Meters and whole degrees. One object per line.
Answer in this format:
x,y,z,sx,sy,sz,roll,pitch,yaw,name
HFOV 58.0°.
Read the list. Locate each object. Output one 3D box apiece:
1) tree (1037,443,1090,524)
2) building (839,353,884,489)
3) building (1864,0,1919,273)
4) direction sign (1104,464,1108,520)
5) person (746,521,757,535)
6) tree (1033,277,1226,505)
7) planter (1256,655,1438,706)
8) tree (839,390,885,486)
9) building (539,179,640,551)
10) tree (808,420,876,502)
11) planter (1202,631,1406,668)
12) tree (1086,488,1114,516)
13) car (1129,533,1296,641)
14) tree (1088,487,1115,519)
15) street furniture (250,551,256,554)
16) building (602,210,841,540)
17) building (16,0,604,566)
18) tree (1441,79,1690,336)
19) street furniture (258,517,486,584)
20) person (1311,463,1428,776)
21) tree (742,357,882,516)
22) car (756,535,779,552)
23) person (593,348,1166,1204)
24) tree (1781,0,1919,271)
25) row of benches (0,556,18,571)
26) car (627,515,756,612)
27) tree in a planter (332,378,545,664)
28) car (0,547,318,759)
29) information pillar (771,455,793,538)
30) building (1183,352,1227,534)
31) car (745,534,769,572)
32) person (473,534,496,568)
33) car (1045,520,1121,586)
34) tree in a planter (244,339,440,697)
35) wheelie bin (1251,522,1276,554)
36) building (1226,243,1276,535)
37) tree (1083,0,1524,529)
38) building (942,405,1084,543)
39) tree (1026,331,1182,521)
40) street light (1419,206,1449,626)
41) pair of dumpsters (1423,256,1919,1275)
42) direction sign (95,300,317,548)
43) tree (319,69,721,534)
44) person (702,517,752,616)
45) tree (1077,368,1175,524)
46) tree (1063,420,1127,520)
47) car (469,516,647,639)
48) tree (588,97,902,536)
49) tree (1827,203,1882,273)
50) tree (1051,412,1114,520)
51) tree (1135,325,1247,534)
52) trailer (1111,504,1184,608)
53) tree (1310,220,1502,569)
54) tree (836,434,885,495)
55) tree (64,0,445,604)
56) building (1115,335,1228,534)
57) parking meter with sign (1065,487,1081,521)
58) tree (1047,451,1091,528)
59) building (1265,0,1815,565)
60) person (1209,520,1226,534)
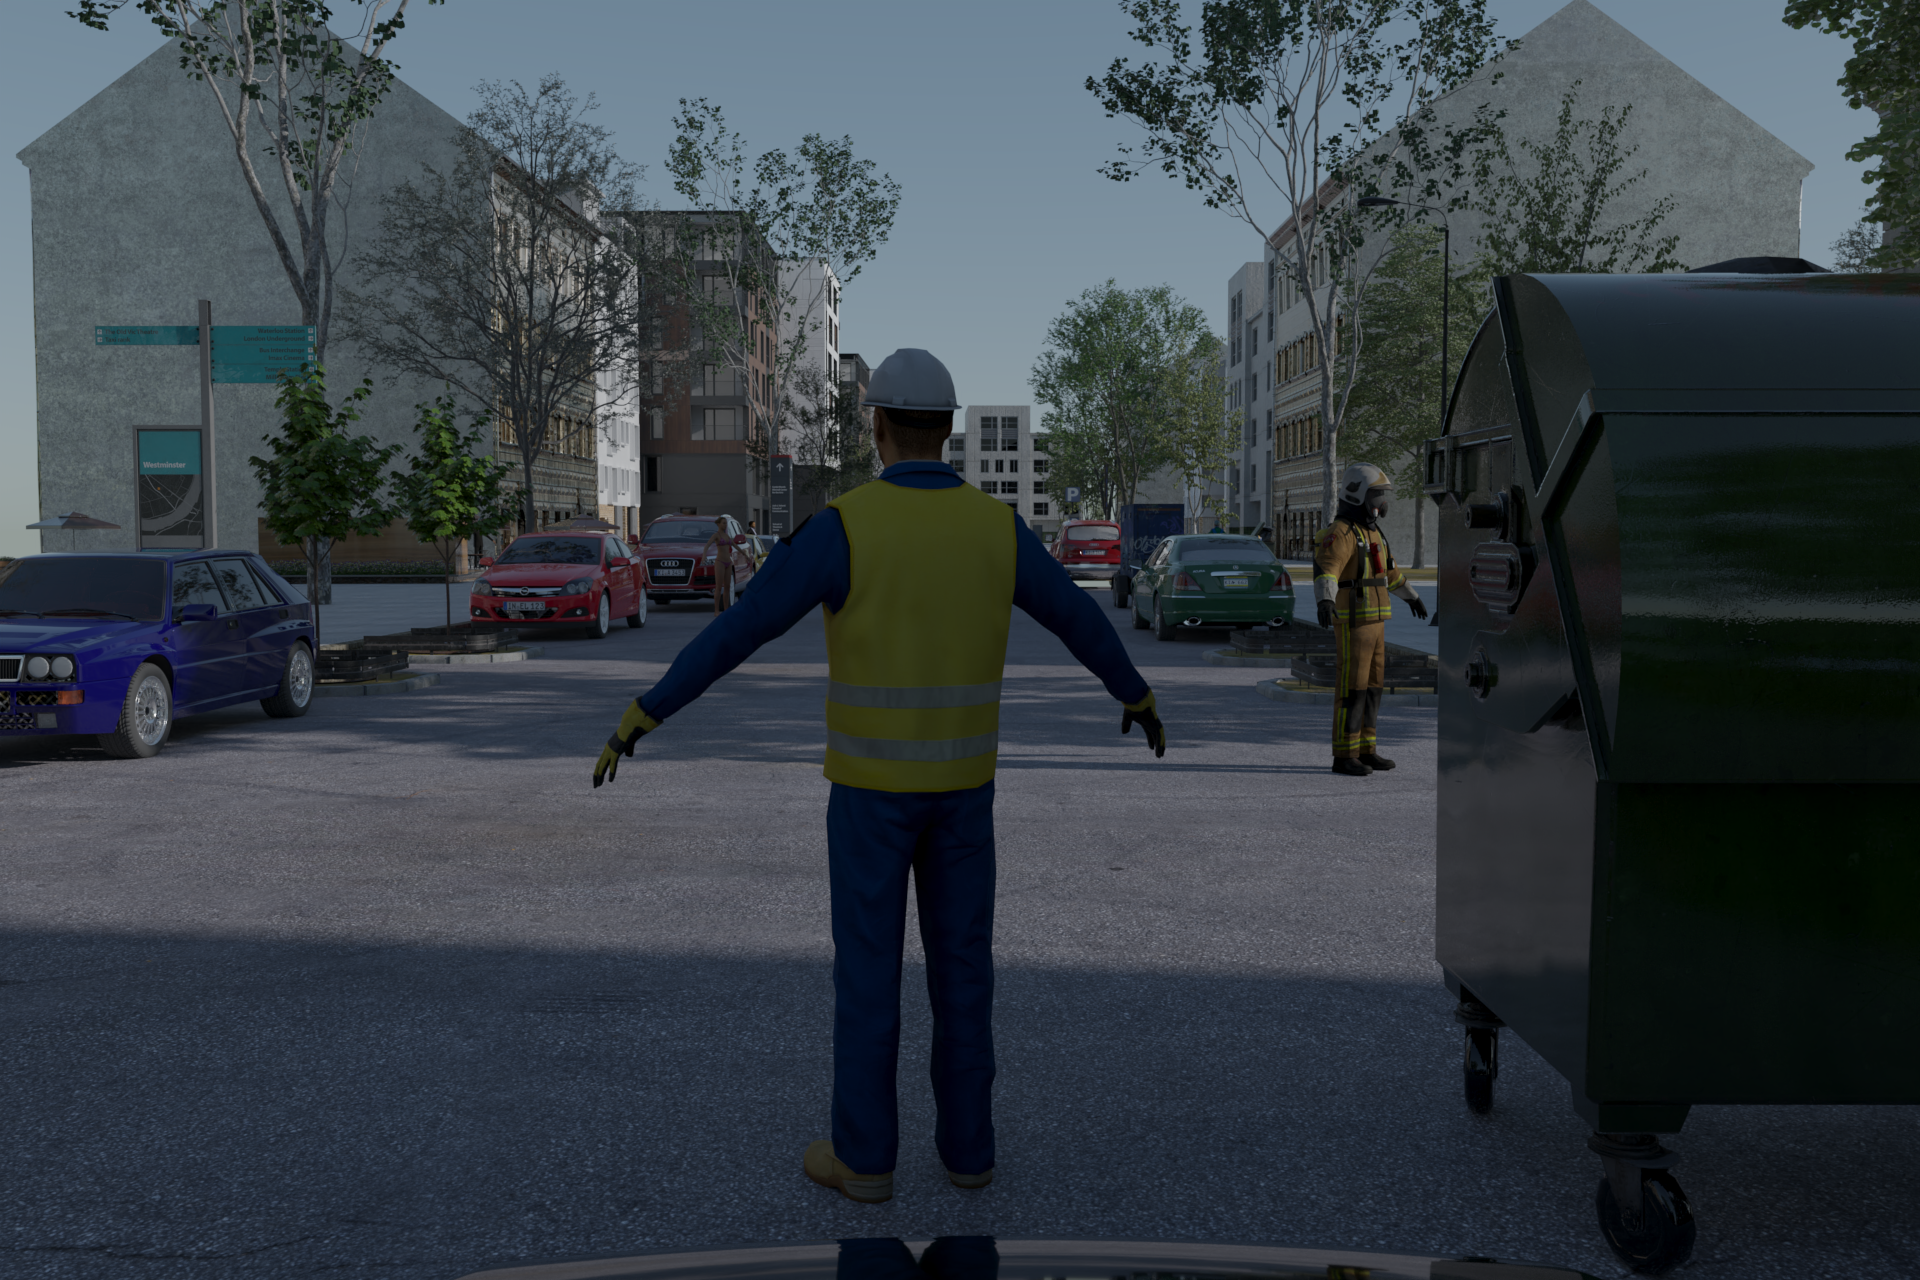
7.402,-10.662,124.693,4.737,8.622,4.395,0,3,0,tree
-21.694,-22.523,212.230,27.936,21.610,32.646,0,4,1,building
26.491,-14.052,27.021,12.463,27.353,25.104,0,4,0,building
4.733,-3.925,56.165,0.379,3.537,0.876,0,4,-1,direction sign
-7.105,-3.252,59.898,0.721,1.740,1.216,1,4,21,person
6.771,-8.769,69.123,9.928,11.665,9.643,0,3,0,tree
3.690,0.352,15.382,1.991,0.319,1.994,0,4,0,planter
-7.466,-14.527,147.892,12.009,13.543,11.850,0,3,0,tree
-24.881,-14.516,93.759,16.016,20.090,11.380,0,4,1,building
-7.688,-9.348,103.209,4.360,8.622,3.978,0,3,0,tree
3.776,0.099,19.529,1.991,0.319,1.994,0,3,0,planter
20.128,-17.920,243.352,4.360,8.622,3.978,0,3,0,tree
3.531,-0.787,24.661,2.131,1.459,4.920,0,4,-1,car
19.803,-17.569,237.619,4.360,8.622,3.978,0,3,0,tree
-29.835,-2.777,61.035,10.072,0.657,5.734,0,4,-7,street furniture
-23.897,-17.250,126.012,27.936,21.610,32.646,0,4,1,building
-27.675,-15.115,78.056,19.493,23.208,18.063,0,4,1,building
10.008,-4.822,29.205,4.737,8.622,4.395,0,3,0,tree
-17.595,-2.460,47.069,9.812,1.723,11.010,0,4,-6,street furniture
2.426,-0.133,10.398,0.705,1.858,1.354,3,4,38,person
-7.918,-9.643,92.078,8.767,10.594,7.601,1,4,18,tree
-5.565,-2.115,46.584,2.014,1.417,4.499,0,4,1,car
-0.115,0.282,3.817,1.349,1.833,0.705,-1,4,-21,person
9.533,-5.746,12.068,7.486,12.596,7.792,0,3,0,tree
-26.844,-2.003,48.219,1.422,0.672,4.104,2,4,26,row of benches
-5.210,-1.533,33.733,2.281,1.827,5.304,0,4,0,car
-5.941,-1.394,20.018,1.991,3.239,1.994,0,4,2,tree in a planter
-6.019,0.018,12.280,1.945,1.354,3.894,0,4,0,car
-5.846,-4.126,56.842,0.750,3.857,0.750,0,4,2,information pillar
28.249,-19.664,177.919,16.016,20.090,11.380,0,4,1,building
-5.463,-1.889,41.111,2.015,1.641,3.980,0,4,1,car
-18.237,-3.635,65.651,0.704,1.802,1.346,3,5,40,person
3.451,-2.329,46.748,2.281,1.827,5.304,0,4,1,car
-5.999,-1.154,16.084,1.991,3.239,1.994,0,4,1,tree in a planter
7.668,-2.209,44.026,0.693,1.594,0.980,0,4,0,wheelie bin
26.809,-14.615,105.409,16.747,18.905,31.486,0,4,1,building
8.414,-11.568,45.024,12.611,20.169,13.585,0,3,0,tree
0.921,-22.957,244.261,31.486,18.905,16.747,0,4,-1,building
7.394,-9.883,87.341,9.928,11.665,9.643,0,3,0,tree
7.245,-3.146,23.979,1.470,5.913,1.316,0,4,1,street light
3.331,0.068,3.833,4.436,2.255,1.574,0,4,0,pair of dumpsters
-8.602,-1.936,20.416,2.525,3.948,1.411,0,4,1,direction sign
-11.546,-8.310,46.245,12.009,13.543,11.850,0,3,0,tree
-4.071,-1.276,30.123,0.721,1.733,1.217,2,4,35,person
7.016,-7.680,75.925,4.737,8.622,4.395,0,3,0,tree
8.122,-9.654,108.199,4.737,8.622,4.395,0,3,0,tree
-5.739,-0.979,25.046,2.155,1.783,4.494,0,4,1,car
-9.594,-13.512,76.811,12.611,20.169,13.585,0,3,0,tree
29.073,-8.544,50.061,12.009,13.543,11.850,0,3,0,tree
7.752,-9.281,102.105,4.360,8.622,3.978,0,3,0,tree
8.202,-6.738,60.530,4.737,8.622,4.395,0,3,0,tree
3.739,-1.679,34.502,1.471,1.999,3.904,0,3,0,trailer
16.839,-8.900,63.644,7.486,12.596,7.792,0,3,0,tree
-7.151,-10.587,123.454,4.737,8.622,4.395,0,3,0,tree
-13.049,-10.674,30.403,12.611,20.169,13.585,0,3,0,tree
27.970,-22.616,200.705,19.493,23.208,18.063,0,4,1,building
4.161,-4.111,63.482,0.543,3.016,1.738,0,4,1,parking meter with sign
8.540,-11.314,135.341,4.737,8.622,4.395,0,3,0,tree
25.381,-15.257,80.376,19.493,23.208,18.063,0,4,0,building
9.863,-3.702,66.656,1.347,1.817,0.704,-1,4,-18,person
